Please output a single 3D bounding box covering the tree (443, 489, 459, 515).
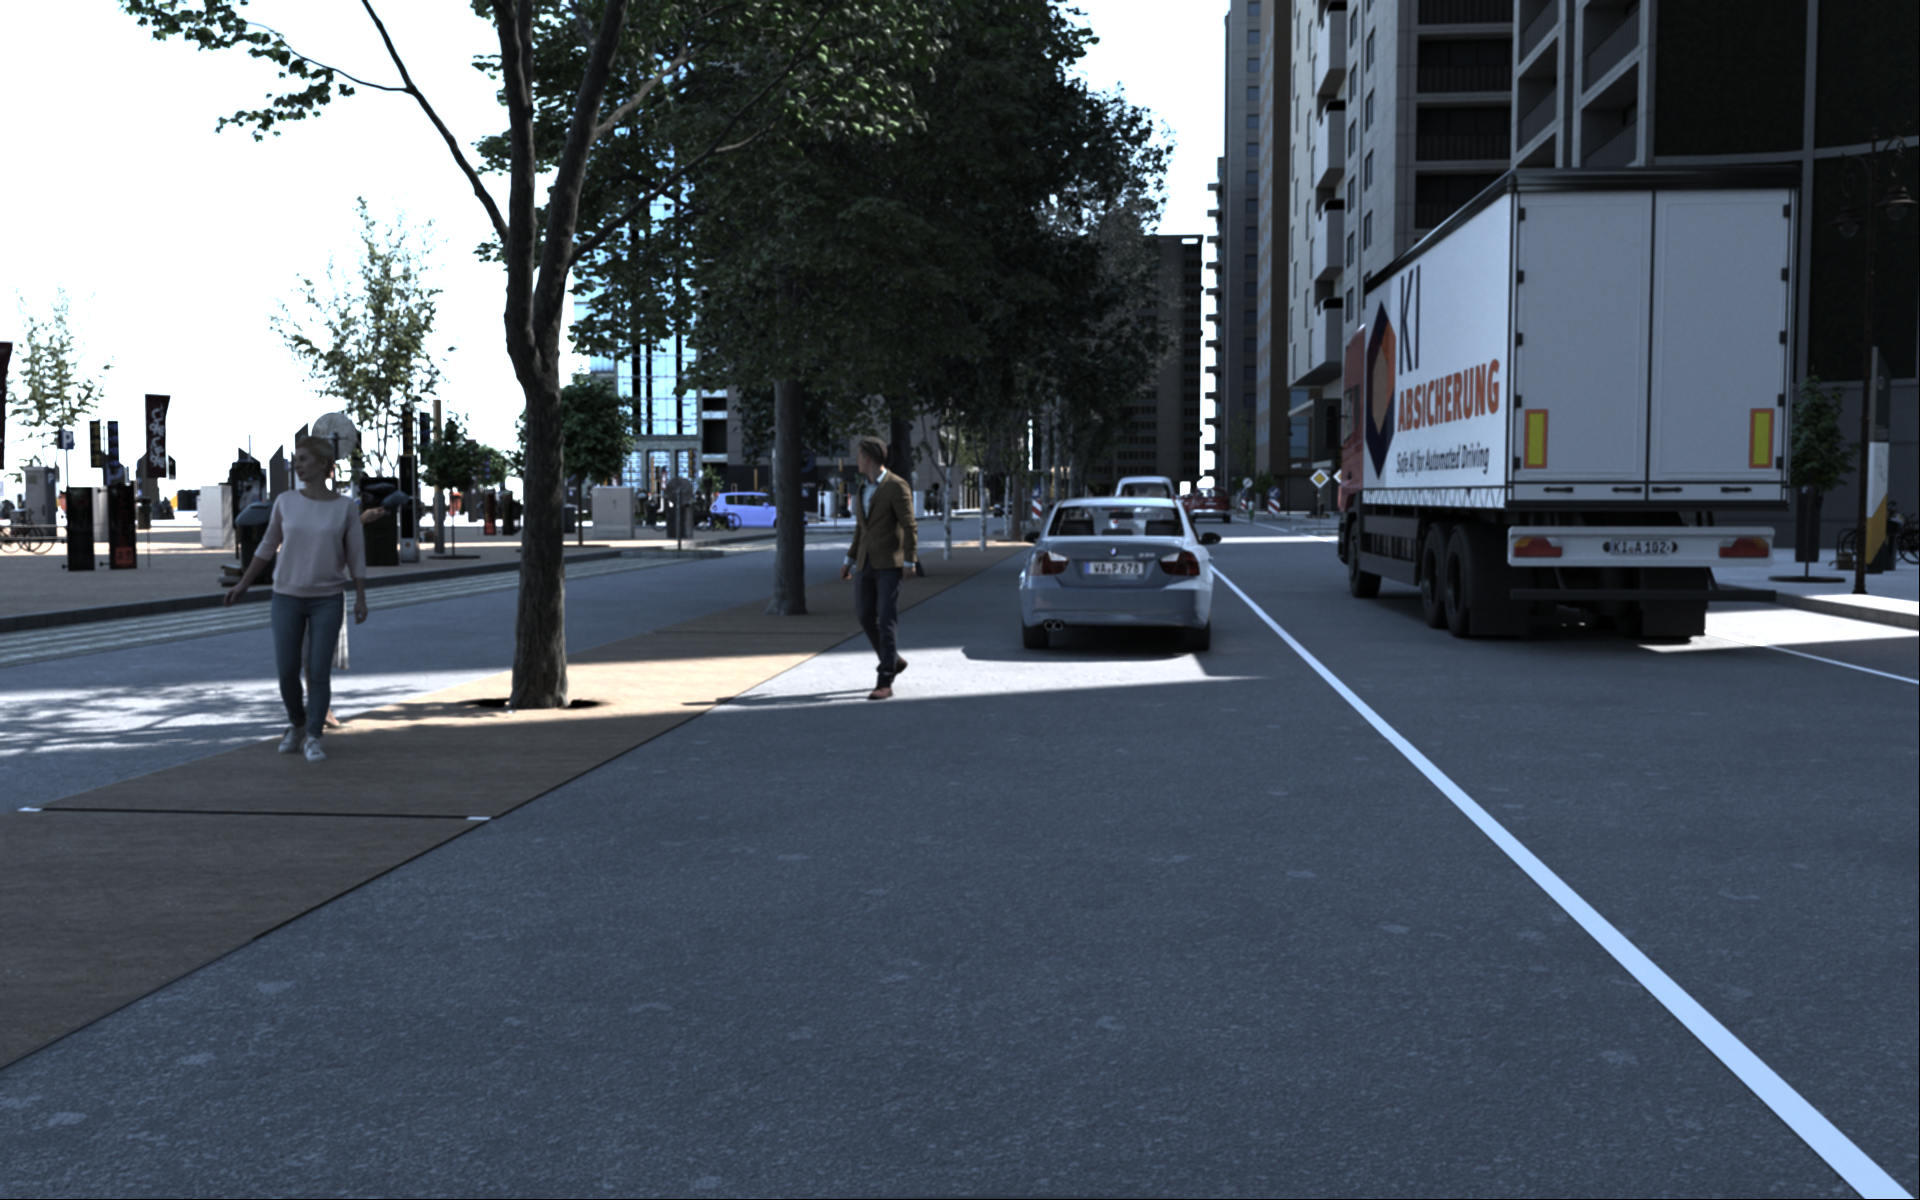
[{"bbox_3d":[-27.048,-7.016,98.425,4.285,4.588,4.351,0,3,0],"label":"tree"}]

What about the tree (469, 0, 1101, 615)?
[{"bbox_3d":[-2.096,-6.117,20.591,7.486,12.596,7.792,0,3,0],"label":"tree"}]

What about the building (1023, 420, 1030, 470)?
[{"bbox_3d":[2.152,-35.858,236.393,14.200,45.320,14.600,0,4,6],"label":"building"}]

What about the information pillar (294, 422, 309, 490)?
[{"bbox_3d":[-21.225,-3.951,55.949,0.504,3.616,0.183,0,4,3],"label":"information pillar"}]

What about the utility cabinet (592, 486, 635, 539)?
[{"bbox_3d":[-9.874,-2.485,49.302,1.173,1.500,0.318,1,4,12],"label":"utility cabinet"}]

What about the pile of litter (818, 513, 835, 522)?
[{"bbox_3d":[-6.866,-3.998,79.333,1.719,0.858,1.176,3,5,41],"label":"pile of litter"}]

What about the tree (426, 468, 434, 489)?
[{"bbox_3d":[-31.308,-7.518,106.627,4.285,4.588,4.351,0,3,0],"label":"tree"}]

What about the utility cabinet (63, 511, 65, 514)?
[{"bbox_3d":[-55.975,-5.992,109.124,1.020,1.237,0.306,-2,4,-29],"label":"utility cabinet"}]

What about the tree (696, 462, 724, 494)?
[{"bbox_3d":[-15.069,-6.639,103.145,1.663,3.219,1.824,0,3,0],"label":"tree"}]

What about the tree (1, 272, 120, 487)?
[{"bbox_3d":[-30.489,-6.587,58.067,4.737,8.622,4.395,0,3,0],"label":"tree"}]

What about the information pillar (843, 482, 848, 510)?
[{"bbox_3d":[-6.823,-6.050,103.404,0.304,2.012,0.304,0,4,-4],"label":"information pillar"}]

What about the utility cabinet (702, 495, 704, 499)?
[{"bbox_3d":[-19.369,-7.270,130.028,0.306,1.237,1.020,2,4,25],"label":"utility cabinet"}]

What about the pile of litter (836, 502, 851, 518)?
[{"bbox_3d":[-6.440,-4.780,92.123,1.176,0.858,1.719,3,4,36],"label":"pile of litter"}]

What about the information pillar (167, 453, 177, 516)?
[{"bbox_3d":[-45.263,-6.616,99.519,0.183,3.616,0.504,3,4,39],"label":"information pillar"}]

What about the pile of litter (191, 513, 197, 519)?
[{"bbox_3d":[-40.012,-4.734,91.371,1.176,0.858,1.719,0,4,-5],"label":"pile of litter"}]

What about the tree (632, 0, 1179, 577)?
[{"bbox_3d":[-1.024,-6.749,29.810,9.611,12.733,9.660,0,3,0],"label":"tree"}]

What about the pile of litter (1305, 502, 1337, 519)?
[{"bbox_3d":[18.853,-4.693,90.688,1.719,0.858,1.176,2,4,33],"label":"pile of litter"}]

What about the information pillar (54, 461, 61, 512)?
[{"bbox_3d":[-64.693,-8.122,124.143,0.504,3.616,0.183,1,4,15],"label":"information pillar"}]

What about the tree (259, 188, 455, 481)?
[{"bbox_3d":[-14.103,-5.569,41.421,4.737,8.622,4.395,0,3,0],"label":"tree"}]

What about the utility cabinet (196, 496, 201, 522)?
[{"bbox_3d":[-35.312,-4.246,80.587,0.306,1.237,1.020,-1,4,-18],"label":"utility cabinet"}]

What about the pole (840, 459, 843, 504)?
[{"bbox_3d":[-6.878,-6.517,100.397,0.158,3.312,0.155,0,3,0],"label":"pole"}]

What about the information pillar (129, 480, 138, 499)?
[{"bbox_3d":[-41.806,-5.086,87.656,0.304,2.012,0.304,0,4,-3],"label":"information pillar"}]

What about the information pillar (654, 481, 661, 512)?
[{"bbox_3d":[-16.521,-5.510,94.579,0.304,2.012,0.304,-2,4,-35],"label":"information pillar"}]

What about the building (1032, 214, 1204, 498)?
[{"bbox_3d":[22.005,-33.717,243.153,23.993,40.220,32.217,0,4,6],"label":"building"}]

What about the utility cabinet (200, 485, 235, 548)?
[{"bbox_3d":[-17.661,-1.990,41.216,1.173,1.500,0.318,3,5,43],"label":"utility cabinet"}]

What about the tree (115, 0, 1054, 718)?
[{"bbox_3d":[-2.727,-5.072,11.139,9.928,11.665,9.643,0,3,0],"label":"tree"}]

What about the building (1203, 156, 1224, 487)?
[{"bbox_3d":[48.721,-37.727,236.445,30.456,49.044,23.786,0,4,6],"label":"building"}]

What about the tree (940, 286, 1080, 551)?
[{"bbox_3d":[0.599,-5.505,42.828,4.737,8.622,4.395,0,3,0],"label":"tree"}]

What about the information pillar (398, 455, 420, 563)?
[{"bbox_3d":[-10.277,-1.701,32.296,0.304,2.012,0.304,0,4,-4],"label":"information pillar"}]

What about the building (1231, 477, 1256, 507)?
[{"bbox_3d":[44.194,-29.550,175.022,32.217,40.220,23.993,0,4,6],"label":"building"}]

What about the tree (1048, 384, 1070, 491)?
[{"bbox_3d":[1.618,-6.527,59.536,4.360,8.622,3.978,0,3,0],"label":"tree"}]

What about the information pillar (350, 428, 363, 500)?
[{"bbox_3d":[-19.509,-3.952,55.976,0.183,3.616,0.504,2,4,26],"label":"information pillar"}]

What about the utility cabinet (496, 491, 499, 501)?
[{"bbox_3d":[-32.676,-6.890,121.329,1.173,1.500,0.318,1,4,22],"label":"utility cabinet"}]

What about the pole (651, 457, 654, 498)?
[{"bbox_3d":[-17.089,-6.266,96.288,0.158,3.312,0.155,0,3,0],"label":"pole"}]

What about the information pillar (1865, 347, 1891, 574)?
[{"bbox_3d":[14.757,-2.231,27.840,0.504,3.616,0.183,-3,4,-36],"label":"information pillar"}]

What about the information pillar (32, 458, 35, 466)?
[{"bbox_3d":[-57.390,-7.092,107.313,0.183,3.616,0.504,-1,4,-18],"label":"information pillar"}]

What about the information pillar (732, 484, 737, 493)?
[{"bbox_3d":[-16.580,-7.506,127.214,0.304,2.012,0.304,0,3,0],"label":"information pillar"}]

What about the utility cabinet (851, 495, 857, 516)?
[{"bbox_3d":[-6.115,-5.679,104.012,0.306,1.237,1.020,3,5,41],"label":"utility cabinet"}]

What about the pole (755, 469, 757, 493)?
[{"bbox_3d":[-16.652,-9.024,141.393,0.158,3.312,0.155,0,3,0],"label":"pole"}]

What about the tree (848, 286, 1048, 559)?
[{"bbox_3d":[-0.256,-5.194,37.737,4.360,8.622,3.978,0,3,0],"label":"tree"}]

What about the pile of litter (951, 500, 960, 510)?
[{"bbox_3d":[-0.634,-7.719,140.168,1.176,0.858,1.719,0,4,-4],"label":"pile of litter"}]

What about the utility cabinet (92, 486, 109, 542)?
[{"bbox_3d":[-22.831,-2.298,46.246,0.318,1.500,1.173,0,4,2],"label":"utility cabinet"}]

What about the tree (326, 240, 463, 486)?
[{"bbox_3d":[-16.689,-6.144,50.813,4.360,8.622,3.978,0,3,0],"label":"tree"}]

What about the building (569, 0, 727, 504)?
[{"bbox_3d":[-41.418,-56.939,243.626,31.000,86.520,22.319,0,4,6],"label":"building"}]

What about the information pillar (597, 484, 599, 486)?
[{"bbox_3d":[-26.290,-8.270,126.576,0.504,3.616,0.183,1,4,23],"label":"information pillar"}]

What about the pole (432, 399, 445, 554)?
[{"bbox_3d":[-11.199,-2.650,37.175,0.158,3.312,0.155,0,3,0],"label":"pole"}]

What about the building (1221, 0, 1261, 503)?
[{"bbox_3d":[41.109,-40.317,201.188,21.231,58.520,28.212,0,4,6],"label":"building"}]

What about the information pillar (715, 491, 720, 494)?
[{"bbox_3d":[-19.569,-8.269,139.697,0.304,2.012,0.304,0,4,3],"label":"information pillar"}]

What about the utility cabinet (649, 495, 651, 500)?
[{"bbox_3d":[-19.106,-5.856,106.902,1.020,1.237,0.306,-3,5,-40],"label":"utility cabinet"}]

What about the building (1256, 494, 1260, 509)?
[{"bbox_3d":[33.975,-28.949,156.912,14.154,41.232,14.086,0,4,6],"label":"building"}]

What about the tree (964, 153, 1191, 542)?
[{"bbox_3d":[1.682,-8.455,51.070,12.009,13.543,11.850,0,3,0],"label":"tree"}]
